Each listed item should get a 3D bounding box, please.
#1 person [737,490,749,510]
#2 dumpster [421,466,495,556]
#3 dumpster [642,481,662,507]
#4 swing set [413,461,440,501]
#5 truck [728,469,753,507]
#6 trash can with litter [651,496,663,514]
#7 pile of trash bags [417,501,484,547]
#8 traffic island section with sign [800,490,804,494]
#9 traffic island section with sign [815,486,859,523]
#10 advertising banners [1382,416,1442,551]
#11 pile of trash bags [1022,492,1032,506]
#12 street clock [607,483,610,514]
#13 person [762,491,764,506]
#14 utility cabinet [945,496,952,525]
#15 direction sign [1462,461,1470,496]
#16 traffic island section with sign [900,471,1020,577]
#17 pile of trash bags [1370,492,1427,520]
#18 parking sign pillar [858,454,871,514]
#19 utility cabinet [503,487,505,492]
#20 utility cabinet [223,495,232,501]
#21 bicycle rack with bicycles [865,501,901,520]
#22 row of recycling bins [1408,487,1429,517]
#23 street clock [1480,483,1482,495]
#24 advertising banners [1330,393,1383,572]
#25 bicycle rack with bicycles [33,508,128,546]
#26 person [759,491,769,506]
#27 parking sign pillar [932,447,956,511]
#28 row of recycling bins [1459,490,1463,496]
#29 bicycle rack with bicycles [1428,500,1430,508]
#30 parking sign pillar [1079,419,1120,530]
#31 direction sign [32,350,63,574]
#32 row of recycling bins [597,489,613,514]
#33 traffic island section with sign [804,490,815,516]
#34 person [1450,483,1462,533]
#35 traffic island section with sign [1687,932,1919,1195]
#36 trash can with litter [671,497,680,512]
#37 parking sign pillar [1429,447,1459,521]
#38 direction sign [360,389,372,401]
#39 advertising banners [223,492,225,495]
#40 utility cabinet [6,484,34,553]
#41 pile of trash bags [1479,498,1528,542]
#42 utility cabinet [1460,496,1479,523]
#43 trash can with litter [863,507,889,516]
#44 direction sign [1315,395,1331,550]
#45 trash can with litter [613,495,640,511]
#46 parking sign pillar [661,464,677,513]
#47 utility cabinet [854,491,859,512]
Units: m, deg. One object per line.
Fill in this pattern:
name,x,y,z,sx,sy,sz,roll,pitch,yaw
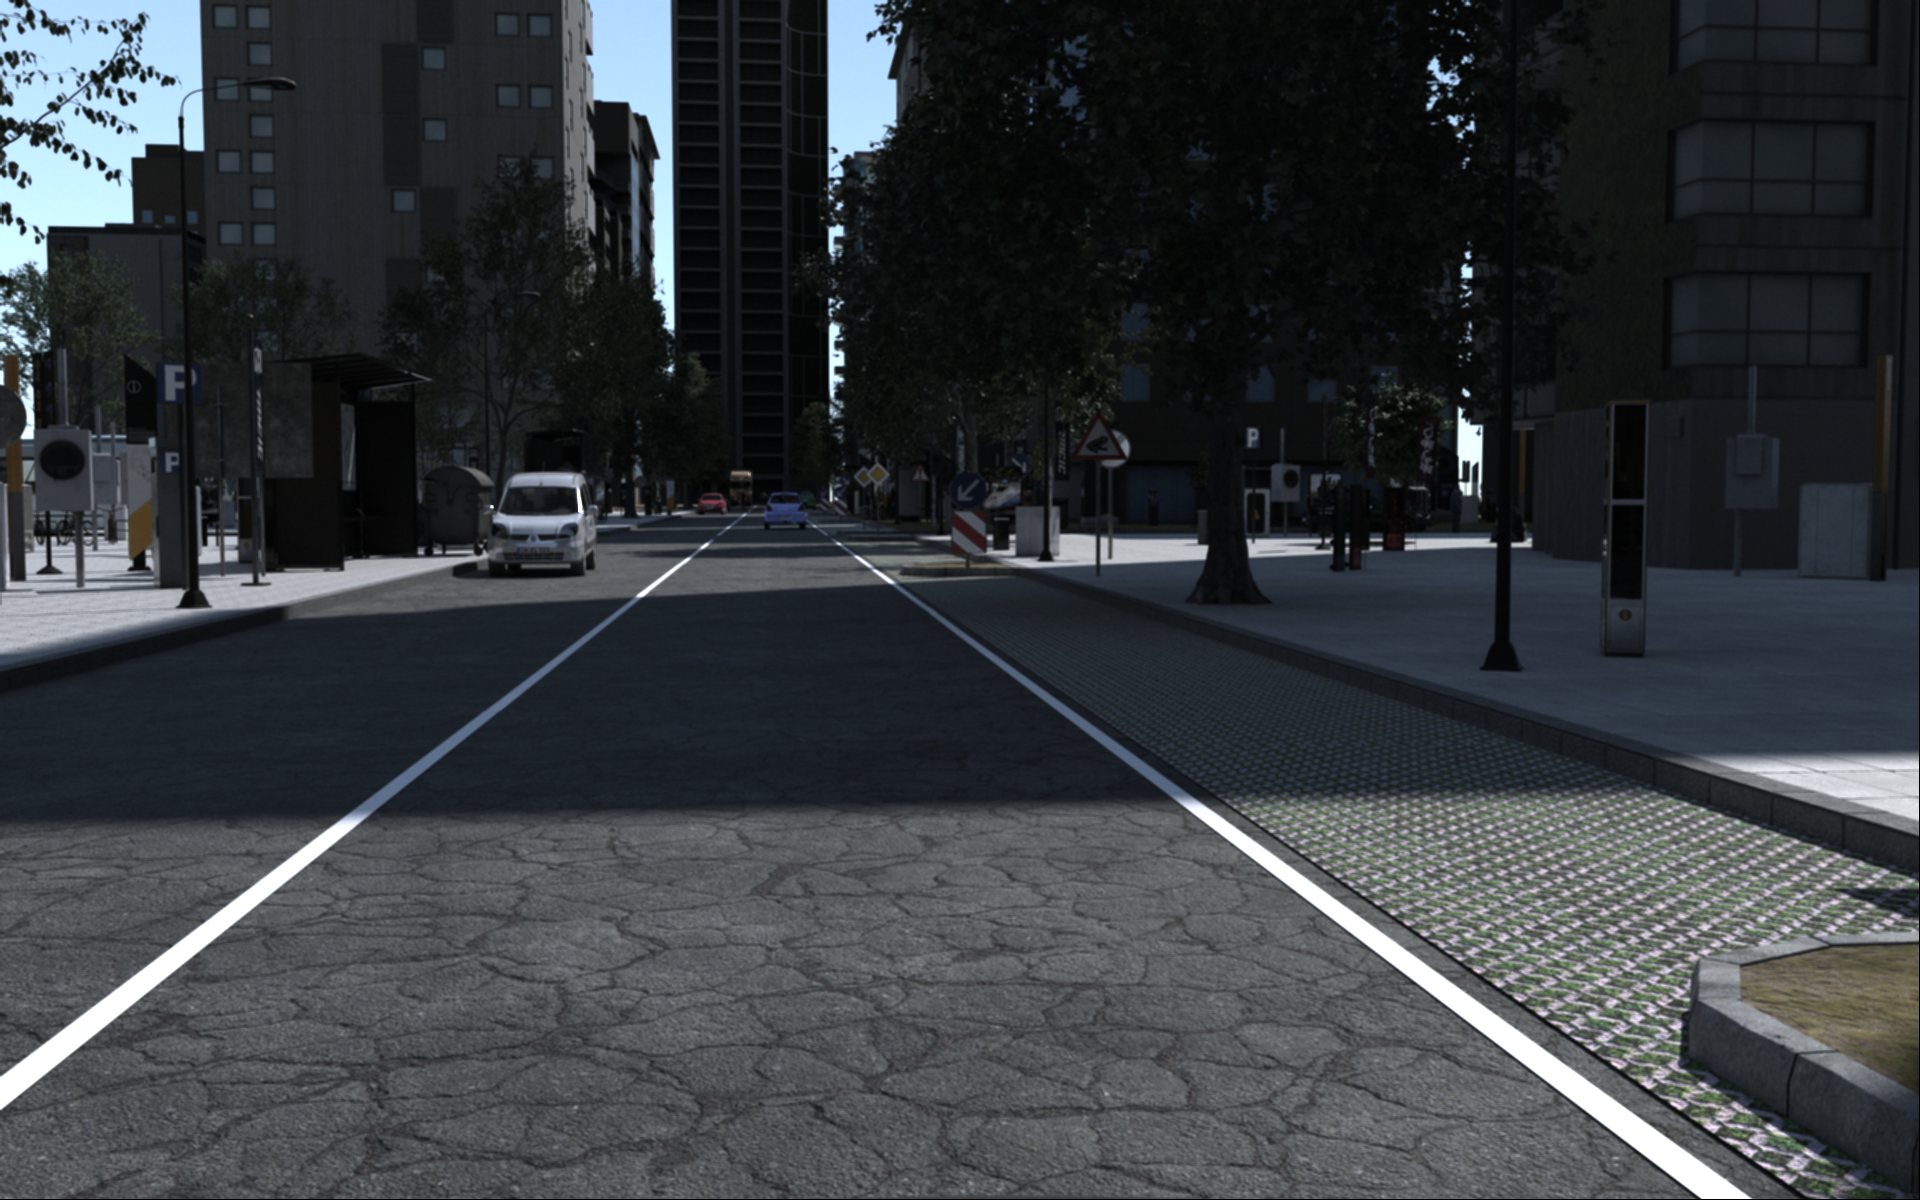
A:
person,-19.032,-8.736,151.851,1.217,1.766,0.721,2,4,24
dumpster,-10.538,-1.873,36.386,1.264,1.857,1.865,0,4,-6
dumpster,-21.996,-7.445,124.224,1.502,2.255,1.985,0,4,-6
swing set,-26.236,-5.191,82.489,3.119,2.851,2.862,0,4,5
truck,-25.093,-12.815,198.433,2.839,4.237,11.283,0,4,-6
trash can with litter,-19.242,-5.964,108.904,1.055,1.170,0.624,1,4,9
pile of trash bags,-12.957,-2.079,43.749,1.912,1.369,3.447,0,4,-5
traffic island section with sign,-14.416,-9.425,162.729,1.989,1.847,2.006,0,4,-6
traffic island section with sign,-6.043,-4.725,85.876,1.989,1.847,2.006,0,4,-6
advertising banners,9.814,-2.633,39.237,2.074,3.025,0.090,1,4,13
pile of trash bags,2.180,-3.969,74.645,1.912,1.369,3.447,-2,4,-25
street clock,-22.579,-6.483,110.564,0.471,2.002,0.358,-1,4,-19
person,-24.052,-12.453,212.066,0.705,1.831,1.348,-1,4,-15
utility cabinet,-0.470,-3.673,71.213,0.306,1.237,1.020,0,3,0
direction sign,34.193,-7.650,117.072,0.876,3.537,0.379,-3,5,-41
traffic island section with sign,-0.043,-1.357,30.816,1.989,1.847,2.006,0,4,-6
pile of trash bags,16.964,-3.597,68.568,3.447,1.369,1.912,-3,5,-41
parking sign pillar,-6.013,-7.723,114.741,1.447,3.967,1.447,0,4,3
utility cabinet,-13.118,-2.656,52.098,1.173,1.500,0.318,-1,4,-18
utility cabinet,-42.706,-5.465,100.521,1.020,1.237,0.306,0,4,4
bicycle rack with bicycles,-3.245,-4.382,85.033,2.852,0.926,2.925,-1,4,-19
row of recycling bins,25.373,-5.457,96.330,1.069,1.692,3.534,2,4,27
street clock,35.672,-6.953,118.257,0.358,2.002,0.471,0,4,3
advertising banners,6.692,-2.024,29.286,0.090,3.025,2.074,2,4,33
bicycle rack with bicycles,-22.216,-1.866,43.889,2.852,0.926,2.925,-3,4,-39
person,-23.376,-12.089,206.171,1.348,1.823,0.705,1,4,22
parking sign pillar,-0.920,-6.772,99.195,1.447,3.967,1.447,-1,4,-15
row of recycling bins,38.134,-7.834,135.200,1.069,1.692,3.534,-1,4,-12
bicycle rack with bicycles,31.122,-6.275,115.971,2.925,0.926,2.852,-1,4,-19
parking sign pillar,5.018,-4.509,62.196,1.447,3.967,1.447,-1,4,-16
direction sign,-14.614,-2.183,27.693,0.876,3.537,0.379,3,5,44
row of recycling bins,-23.906,-6.568,114.496,1.069,1.692,3.534,0,4,8
traffic island section with sign,-8.987,-6.379,112.920,1.989,1.847,2.006,0,4,-6
person,16.814,-3.058,58.672,0.419,1.800,0.721,0,4,1
traffic island section with sign,2.877,0.282,4.019,1.989,1.847,2.006,0,4,-6
trash can with litter,-20.719,-7.020,126.170,0.624,1.170,1.055,-3,5,-40
parking sign pillar,23.399,-5.819,83.609,1.447,3.967,1.447,1,4,13
direction sign,-12.318,-2.678,35.777,0.379,3.537,0.876,-3,5,-43
advertising banners,-49.840,-7.308,115.673,0.090,3.025,2.074,1,4,18
utility cabinet,-20.610,-1.753,37.348,0.318,1.500,1.173,2,4,26
pile of trash bags,15.761,-2.209,45.871,3.447,1.369,1.912,3,5,39
utility cabinet,22.119,-3.946,75.678,1.020,1.237,0.306,0,4,-6
trash can with litter,-4.542,-5.511,101.162,2.233,1.210,1.678,0,4,-3
direction sign,8.387,-2.930,39.899,0.379,3.537,0.876,1,4,17
trash can with litter,-25.717,-7.477,133.306,2.233,1.210,1.678,0,4,6
parking sign pillar,-20.238,-7.990,119.104,1.447,3.967,1.447,0,4,-4
utility cabinet,-6.896,-6.862,120.867,0.318,1.500,1.173,2,4,34
